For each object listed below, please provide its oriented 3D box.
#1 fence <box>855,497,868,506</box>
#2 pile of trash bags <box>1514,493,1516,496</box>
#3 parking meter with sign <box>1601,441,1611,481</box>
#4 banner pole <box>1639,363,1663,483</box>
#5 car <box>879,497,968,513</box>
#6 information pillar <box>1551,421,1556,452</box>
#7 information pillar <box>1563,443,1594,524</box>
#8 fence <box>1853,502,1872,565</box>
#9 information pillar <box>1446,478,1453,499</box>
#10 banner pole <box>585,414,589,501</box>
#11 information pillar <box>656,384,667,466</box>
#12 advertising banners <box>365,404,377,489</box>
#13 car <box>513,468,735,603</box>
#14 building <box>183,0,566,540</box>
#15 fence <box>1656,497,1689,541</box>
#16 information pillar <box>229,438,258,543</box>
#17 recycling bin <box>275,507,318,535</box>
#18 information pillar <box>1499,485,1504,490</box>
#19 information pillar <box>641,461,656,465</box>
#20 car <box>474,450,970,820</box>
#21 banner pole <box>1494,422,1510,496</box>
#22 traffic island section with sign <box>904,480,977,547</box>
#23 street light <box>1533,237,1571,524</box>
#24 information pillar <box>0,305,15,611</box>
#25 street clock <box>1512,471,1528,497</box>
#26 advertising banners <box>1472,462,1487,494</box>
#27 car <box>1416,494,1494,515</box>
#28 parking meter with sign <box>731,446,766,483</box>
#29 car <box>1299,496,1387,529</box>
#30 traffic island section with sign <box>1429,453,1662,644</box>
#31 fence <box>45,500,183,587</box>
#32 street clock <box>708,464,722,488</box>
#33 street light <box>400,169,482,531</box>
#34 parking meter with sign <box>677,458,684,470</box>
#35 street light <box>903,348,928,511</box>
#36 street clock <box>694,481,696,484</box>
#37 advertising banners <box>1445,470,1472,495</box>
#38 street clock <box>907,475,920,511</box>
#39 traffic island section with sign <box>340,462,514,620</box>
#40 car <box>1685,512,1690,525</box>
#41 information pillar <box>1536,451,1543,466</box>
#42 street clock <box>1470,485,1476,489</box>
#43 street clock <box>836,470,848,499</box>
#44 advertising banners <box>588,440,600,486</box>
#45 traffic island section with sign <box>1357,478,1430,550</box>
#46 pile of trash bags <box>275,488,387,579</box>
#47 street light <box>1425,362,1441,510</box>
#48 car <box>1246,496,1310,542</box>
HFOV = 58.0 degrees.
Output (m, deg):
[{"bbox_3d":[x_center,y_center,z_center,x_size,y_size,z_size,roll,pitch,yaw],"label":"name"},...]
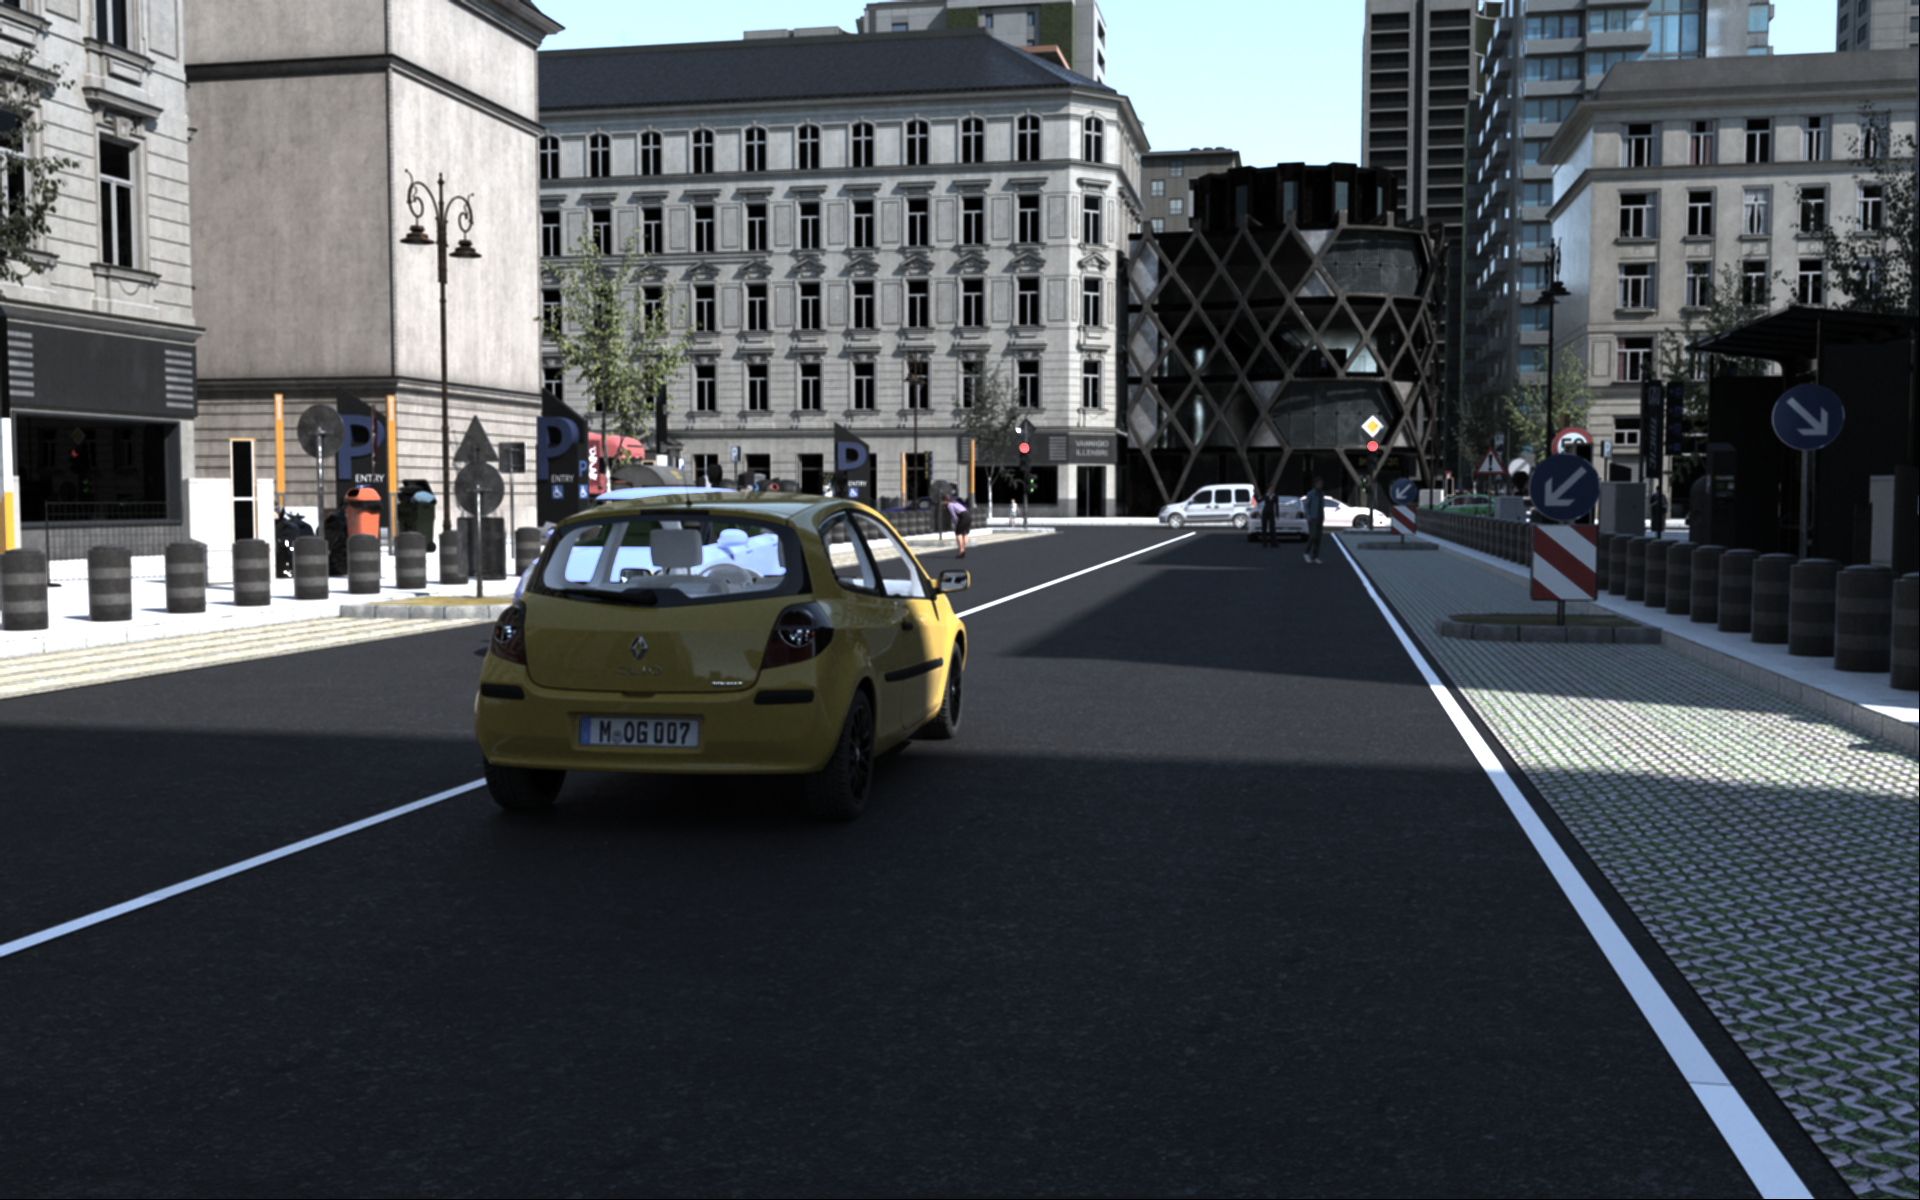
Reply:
[{"bbox_3d":[-3.097,-2.645,54.451,0.480,1.192,2.264,-1,4,-14],"label":"fence"},{"bbox_3d":[34.350,-6.211,111.301,3.447,1.369,1.912,1,4,19],"label":"pile of trash bags"},{"bbox_3d":[20.492,-3.723,57.124,0.543,3.016,1.738,-3,5,-43],"label":"parking meter with sign"},{"bbox_3d":[13.236,-2.648,33.313,0.863,3.779,0.401,-3,4,-36],"label":"banner pole"},{"bbox_3d":[-1.366,-3.573,70.997,3.894,1.354,1.945,1,4,11],"label":"car"},{"bbox_3d":[18.942,-3.922,55.472,0.183,3.616,0.504,0,4,5],"label":"information pillar"},{"bbox_3d":[8.910,-1.255,25.008,0.304,2.012,0.304,-1,4,-10],"label":"information pillar"},{"bbox_3d":[9.068,-0.379,17.408,0.480,1.192,2.264,2,4,31],"label":"fence"},{"bbox_3d":[22.167,-4.522,78.421,0.304,2.012,0.304,1,4,18],"label":"information pillar"},{"bbox_3d":[-11.735,-3.919,54.099,0.401,3.779,0.863,-3,4,-38],"label":"banner pole"},{"bbox_3d":[-6.299,-2.769,36.631,0.183,3.616,0.504,1,4,9],"label":"information pillar"},{"bbox_3d":[-11.853,-2.354,34.684,0.090,3.025,2.074,-2,4,-28],"label":"advertising banners"},{"bbox_3d":[-2.802,-0.409,16.277,1.945,1.707,3.694,1,4,11],"label":"car"},{"bbox_3d":[-23.167,-11.514,52.877,19.286,19.102,10.561,1,4,11],"label":"building"},{"bbox_3d":[18.510,-2.048,44.690,0.480,1.192,2.264,0,4,-6],"label":"fence"},{"bbox_3d":[-9.519,-1.135,23.043,0.304,2.012,0.304,-1,4,-17],"label":"information pillar"},{"bbox_3d":[-13.225,-1.346,34.559,0.722,1.027,0.722,-2,4,-29],"label":"recycling bin"},{"bbox_3d":[41.379,-7.826,132.454,0.304,2.012,0.304,2,4,27],"label":"information pillar"},{"bbox_3d":[-6.833,-2.055,38.091,0.304,2.012,0.304,0,4,-5],"label":"information pillar"},{"bbox_3d":[-1.032,0.066,9.142,2.015,1.641,3.980,1,4,9],"label":"car"},{"bbox_3d":[18.999,-4.321,60.671,0.401,3.779,0.863,-2,4,-29],"label":"banner pole"},{"bbox_3d":[-0.580,-2.385,47.625,1.989,1.847,2.006,1,4,11],"label":"traffic island section with sign"},{"bbox_3d":[10.705,-3.588,31.446,0.468,5.910,1.993,1,4,11],"label":"street light"},{"bbox_3d":[-10.579,-1.693,19.034,0.504,3.616,0.183,3,5,39],"label":"information pillar"},{"bbox_3d":[17.810,-3.090,55.085,0.471,2.002,0.358,-2,4,-26],"label":"street clock"},{"bbox_3d":[28.646,-6.057,95.216,0.090,3.025,2.074,0,4,1],"label":"advertising banners"},{"bbox_3d":[20.629,-3.633,71.197,4.920,1.459,2.131,1,4,12],"label":"car"},{"bbox_3d":[-7.500,-4.120,63.617,1.738,3.016,0.543,-3,4,-36],"label":"parking meter with sign"},{"bbox_3d":[14.647,-3.496,69.528,4.827,1.381,2.083,1,4,12],"label":"car"},{"bbox_3d":[5.883,-0.544,17.523,1.989,1.847,2.006,1,4,11],"label":"traffic island section with sign"},{"bbox_3d":[-11.935,-0.829,24.758,0.480,1.192,2.264,3,5,42],"label":"fence"},{"bbox_3d":[-5.966,-2.304,42.235,0.358,2.002,0.471,1,4,10],"label":"street clock"},{"bbox_3d":[-7.466,-3.198,25.080,0.468,5.910,1.993,1,4,11],"label":"street light"},{"bbox_3d":[-14.442,-5.425,84.957,1.738,3.016,0.543,1,4,19],"label":"parking meter with sign"},{"bbox_3d":[-1.406,-5.020,54.870,0.468,5.910,1.993,1,4,11],"label":"street light"},{"bbox_3d":[-14.263,-5.351,92.063,0.358,2.002,0.471,3,5,42],"label":"street clock"},{"bbox_3d":[36.845,-8.056,127.907,2.074,3.025,0.090,1,4,13],"label":"advertising banners"},{"bbox_3d":[-1.775,-3.745,65.802,0.471,2.002,0.358,-1,4,-17],"label":"street clock"},{"bbox_3d":[-5.969,-0.734,20.623,1.989,1.847,2.006,1,4,11],"label":"traffic island section with sign"},{"bbox_3d":[31.363,-3.649,69.453,4.222,1.686,2.009,1,4,10],"label":"car"},{"bbox_3d":[30.817,-6.160,92.078,0.504,3.616,0.183,1,4,19],"label":"information pillar"},{"bbox_3d":[42.855,-8.578,144.821,0.471,2.002,0.358,1,4,16],"label":"street clock"},{"bbox_3d":[-3.528,-2.889,51.801,0.358,2.002,0.471,1,4,11],"label":"street clock"},{"bbox_3d":[-11.366,-3.712,56.878,2.074,3.025,0.090,-3,5,-39],"label":"advertising banners"},{"bbox_3d":[11.351,-2.222,44.951,1.989,1.847,2.006,1,4,11],"label":"traffic island section with sign"},{"bbox_3d":[-10.047,-1.054,26.992,3.447,1.369,1.912,3,5,40],"label":"pile of trash bags"},{"bbox_3d":[16.630,-5.396,61.006,0.468,5.910,1.993,1,4,11],"label":"street light"},{"bbox_3d":[9.824,-2.501,53.255,2.083,1.381,4.827,1,4,11],"label":"car"}]
